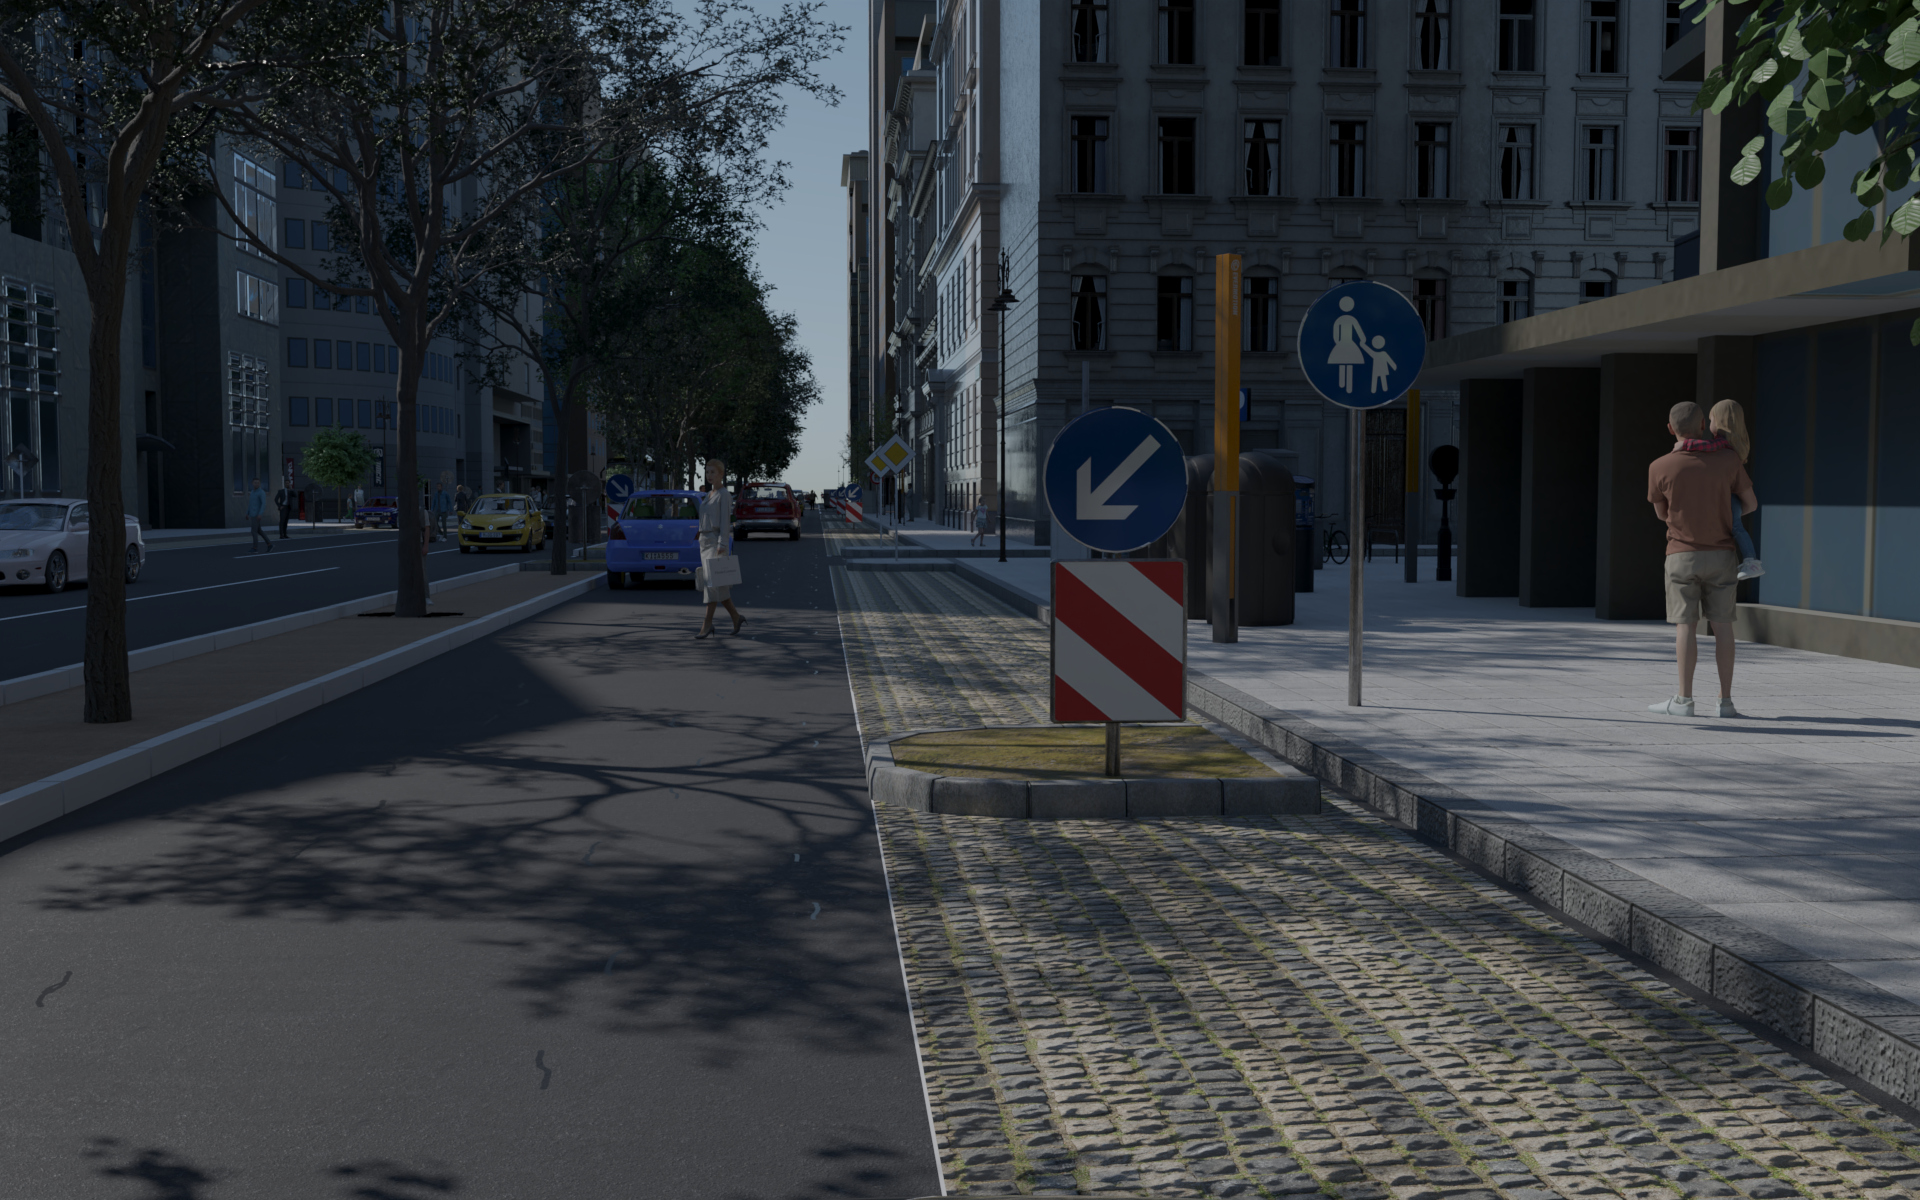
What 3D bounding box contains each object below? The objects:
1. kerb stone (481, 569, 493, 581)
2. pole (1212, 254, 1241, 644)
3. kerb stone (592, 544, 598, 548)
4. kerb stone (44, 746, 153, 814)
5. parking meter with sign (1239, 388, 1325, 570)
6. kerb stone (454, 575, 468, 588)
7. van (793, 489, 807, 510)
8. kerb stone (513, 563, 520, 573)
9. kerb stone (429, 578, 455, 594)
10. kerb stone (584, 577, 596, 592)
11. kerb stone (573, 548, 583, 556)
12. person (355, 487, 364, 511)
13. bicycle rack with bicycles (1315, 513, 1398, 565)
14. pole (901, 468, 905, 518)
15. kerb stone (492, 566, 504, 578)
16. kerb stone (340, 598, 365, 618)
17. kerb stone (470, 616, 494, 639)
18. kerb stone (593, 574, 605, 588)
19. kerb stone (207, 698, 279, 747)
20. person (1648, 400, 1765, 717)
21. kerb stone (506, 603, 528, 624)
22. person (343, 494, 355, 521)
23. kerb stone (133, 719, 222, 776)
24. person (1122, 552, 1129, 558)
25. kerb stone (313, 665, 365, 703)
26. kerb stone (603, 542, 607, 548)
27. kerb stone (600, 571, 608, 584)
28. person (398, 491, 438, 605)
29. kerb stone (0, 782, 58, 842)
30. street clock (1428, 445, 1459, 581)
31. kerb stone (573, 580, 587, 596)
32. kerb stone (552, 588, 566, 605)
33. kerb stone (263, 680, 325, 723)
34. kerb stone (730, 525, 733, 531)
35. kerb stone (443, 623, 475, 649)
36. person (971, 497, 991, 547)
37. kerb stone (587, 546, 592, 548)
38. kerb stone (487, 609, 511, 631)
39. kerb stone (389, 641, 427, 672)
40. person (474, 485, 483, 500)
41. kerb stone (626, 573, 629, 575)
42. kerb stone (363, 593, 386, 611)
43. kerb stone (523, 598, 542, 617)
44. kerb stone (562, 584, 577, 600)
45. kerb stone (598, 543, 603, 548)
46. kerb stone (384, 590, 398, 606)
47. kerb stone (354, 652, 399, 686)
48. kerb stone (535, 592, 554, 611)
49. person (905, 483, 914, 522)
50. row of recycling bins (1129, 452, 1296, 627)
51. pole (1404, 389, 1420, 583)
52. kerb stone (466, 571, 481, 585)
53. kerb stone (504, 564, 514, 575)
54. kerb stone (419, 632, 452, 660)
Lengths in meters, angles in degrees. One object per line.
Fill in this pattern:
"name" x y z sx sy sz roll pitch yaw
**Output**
"kerb stone" -7.894 -0.387 28.521 0.120 0.150 1.000 0 4 -5
"pole" 2.290 -1.285 14.859 0.158 3.312 0.155 0 3 0
"kerb stone" -9.050 -1.227 42.363 0.120 0.150 1.000 0 4 -5
"kerb stone" -4.107 0.854 8.240 0.120 0.150 1.000 0 4 -5
"parking meter with sign" 5.323 -2.006 29.059 1.738 3.016 0.543 -2 4 -29
"kerb stone" -7.723 -0.258 26.474 0.120 0.150 1.000 0 4 -5
"van" -15.154 -9.347 159.842 2.013 2.044 4.112 0 4 -5
"kerb stone" -8.154 -0.574 31.586 0.120 0.150 1.000 0 4 -5
"kerb stone" -7.633 -0.199 25.456 0.120 0.150 1.000 0 4 -5
"kerb stone" -5.550 -0.209 25.617 0.120 0.150 1.000 0 4 -5
"kerb stone" -8.871 -1.108 40.306 0.120 0.150 1.000 0 4 -5
"person" -29.818 -4.873 85.950 0.478 1.798 0.641 -2 4 -27
"bicycle rack with bicycles" 7.022 -1.178 32.635 2.852 0.926 2.925 0 4 -1
"pole" -3.076 -6.079 93.240 0.158 3.312 0.155 0 3 0
"kerb stone" -7.978 -0.448 29.548 0.120 0.150 1.000 0 4 -5
"kerb stone" -7.219 0.114 20.355 0.120 0.150 1.000 0 4 -5
"kerb stone" -4.869 0.298 17.438 0.120 0.150 1.000 0 4 -5
"kerb stone" -5.629 -0.270 26.636 0.120 0.150 1.000 0 4 -5
"kerb stone" -4.276 0.729 10.277 0.120 0.150 1.000 0 4 -5
"person" 4.348 -0.247 10.061 0.580 1.828 0.573 -2 4 -31
"kerb stone" -5.034 0.167 19.476 0.120 0.150 1.000 0 4 -5
"person" -28.858 -4.374 81.802 0.590 1.304 0.306 -3 4 -36
"kerb stone" -4.192 0.791 9.258 0.120 0.150 1.000 0 4 -5
"person" 3.209 -1.592 32.412 0.721 1.781 0.623 2 4 25
"kerb stone" -4.443 0.605 12.321 0.120 0.150 1.000 0 4 -5
"kerb stone" -9.216 -1.357 44.415 0.120 0.150 1.000 0 4 -5
"kerb stone" -5.719 -0.334 27.658 0.120 0.150 1.000 0 4 -5
"person" -6.984 -0.687 22.324 0.503 1.515 0.523 -1 4 -14
"kerb stone" -4.021 0.916 7.221 0.120 0.150 1.000 0 4 -5
"street clock" 7.154 -1.283 25.548 0.471 2.002 0.358 0 4 2
"kerb stone" -5.465 -0.147 24.598 0.120 0.150 1.000 0 4 -5
"kerb stone" -5.298 -0.020 22.549 0.120 0.150 1.000 0 4 -5
"kerb stone" -4.365 0.667 11.296 0.120 0.150 1.000 0 4 -5
"kerb stone" -9.402 -3.052 72.100 0.120 0.150 1.000 0 4 -5
"kerb stone" -4.781 0.354 16.401 0.120 0.150 1.000 0 4 -5
"person" 0.521 -1.918 42.421 0.505 1.210 0.382 -3 5 -43
"kerb stone" -8.965 -1.170 41.336 0.120 0.150 1.000 0 4 -5
"kerb stone" -4.958 0.231 18.457 0.120 0.150 1.000 0 4 -5
"kerb stone" -4.614 0.481 14.361 0.120 0.150 1.000 0 4 -5
"person" -28.912 -6.008 104.254 0.713 1.824 0.794 -1 4 -13
"kerb stone" -6.061 -0.584 31.741 0.120 0.150 1.000 0 4 -5
"kerb stone" -7.306 0.050 21.374 0.120 0.150 1.000 0 4 -5
"kerb stone" -5.120 0.108 20.499 0.120 0.150 1.000 0 4 -5
"kerb stone" -5.383 -0.084 23.574 0.120 0.150 1.000 0 4 -5
"kerb stone" -9.124 -1.296 43.386 0.120 0.150 1.000 0 4 -5
"kerb stone" -7.390 -0.012 22.395 0.120 0.150 1.000 0 4 -5
"kerb stone" -4.524 0.541 13.342 0.120 0.150 1.000 0 4 -5
"kerb stone" -5.211 0.041 21.519 0.120 0.150 1.000 0 4 -5
"person" -2.391 -4.564 80.841 0.466 1.800 0.511 -2 4 -33
"row of recycling bins" 2.582 -0.690 18.390 1.069 1.692 3.534 -1 4 -10
"pole" 6.527 -1.905 24.989 0.158 3.312 0.155 0 3 0
"kerb stone" -7.812 -0.325 27.502 0.120 0.150 1.000 0 4 -5
"kerb stone" -8.066 -0.512 30.566 0.120 0.150 1.000 0 4 -5
"kerb stone" -4.701 0.418 15.379 0.120 0.150 1.000 0 4 -5
